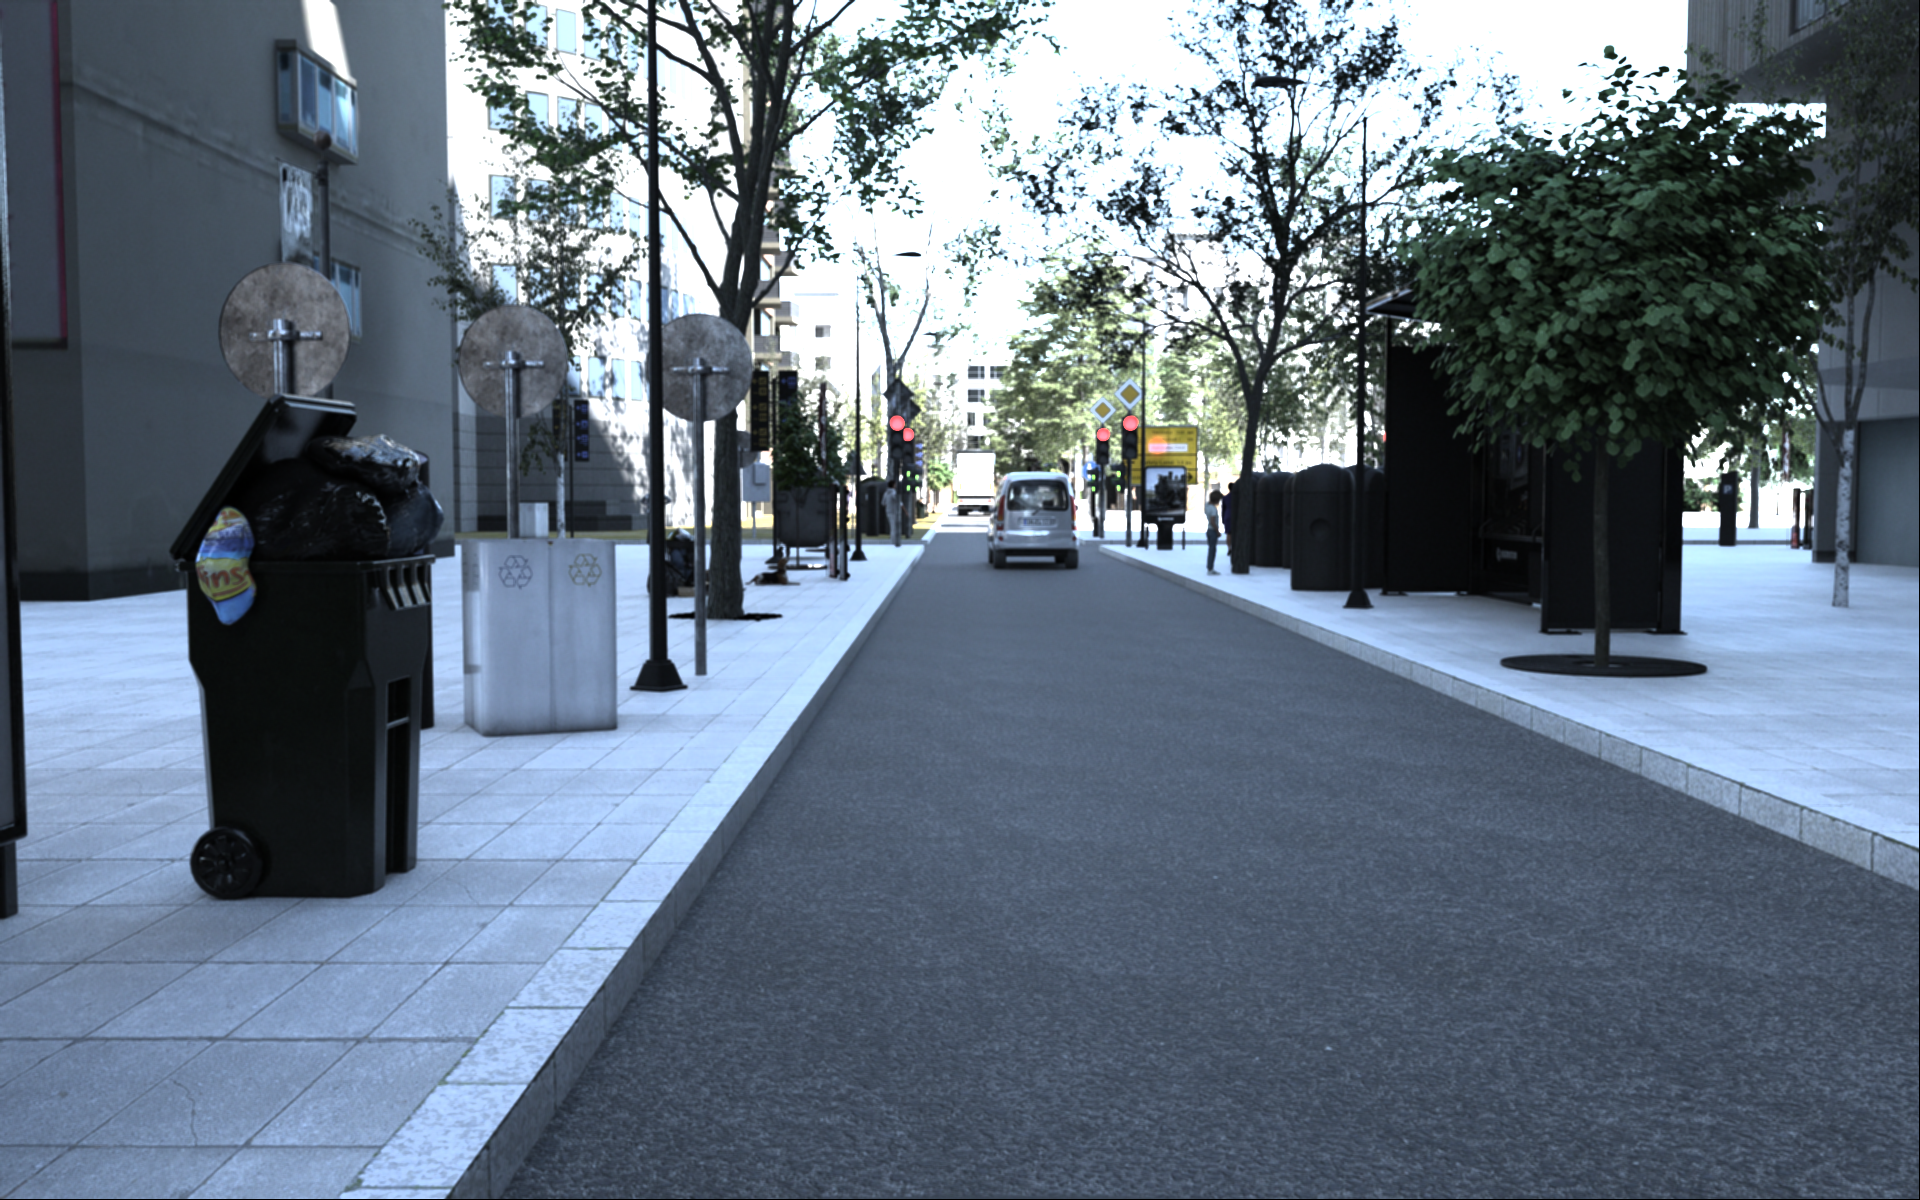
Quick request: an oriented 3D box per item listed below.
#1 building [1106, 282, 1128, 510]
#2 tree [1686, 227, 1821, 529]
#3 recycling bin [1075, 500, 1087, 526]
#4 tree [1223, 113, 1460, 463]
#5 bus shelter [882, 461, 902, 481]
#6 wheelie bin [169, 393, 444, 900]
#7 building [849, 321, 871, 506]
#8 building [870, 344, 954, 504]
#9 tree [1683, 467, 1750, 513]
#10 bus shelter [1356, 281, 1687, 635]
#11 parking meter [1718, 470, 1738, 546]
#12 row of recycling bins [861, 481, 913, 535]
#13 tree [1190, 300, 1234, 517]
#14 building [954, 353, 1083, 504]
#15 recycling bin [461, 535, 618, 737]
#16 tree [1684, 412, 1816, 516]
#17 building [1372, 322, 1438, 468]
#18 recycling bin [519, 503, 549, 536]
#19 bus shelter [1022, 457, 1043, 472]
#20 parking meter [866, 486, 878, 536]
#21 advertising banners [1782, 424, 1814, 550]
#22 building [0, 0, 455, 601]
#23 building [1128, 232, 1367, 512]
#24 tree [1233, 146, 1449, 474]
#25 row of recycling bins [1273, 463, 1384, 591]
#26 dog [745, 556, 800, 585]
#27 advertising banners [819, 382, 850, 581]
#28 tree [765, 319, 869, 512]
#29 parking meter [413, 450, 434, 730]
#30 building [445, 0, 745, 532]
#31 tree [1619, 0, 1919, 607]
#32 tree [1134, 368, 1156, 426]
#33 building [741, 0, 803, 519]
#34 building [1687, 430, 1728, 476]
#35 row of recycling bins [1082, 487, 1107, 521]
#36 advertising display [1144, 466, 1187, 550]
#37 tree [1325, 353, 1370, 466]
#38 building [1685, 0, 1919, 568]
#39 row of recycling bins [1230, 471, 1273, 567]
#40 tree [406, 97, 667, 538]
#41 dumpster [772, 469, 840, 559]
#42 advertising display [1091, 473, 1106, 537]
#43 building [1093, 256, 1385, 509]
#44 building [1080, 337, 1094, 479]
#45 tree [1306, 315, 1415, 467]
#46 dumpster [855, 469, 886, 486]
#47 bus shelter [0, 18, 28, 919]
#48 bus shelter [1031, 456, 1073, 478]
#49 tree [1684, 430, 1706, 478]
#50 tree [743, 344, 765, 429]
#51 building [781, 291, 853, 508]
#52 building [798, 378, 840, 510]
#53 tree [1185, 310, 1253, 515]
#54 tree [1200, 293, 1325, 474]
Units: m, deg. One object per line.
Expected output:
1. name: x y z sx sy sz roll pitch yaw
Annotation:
1. building: 20.254 -17.503 142.600 16.016 20.091 11.380 0 3 0
2. tree: 30.081 -8.949 64.447 7.486 12.596 7.792 0 3 0
3. recycling bin: 4.660 -3.531 70.286 0.722 1.027 0.722 -3 4 -36
4. tree: 18.635 -13.953 84.012 12.611 20.169 13.585 0 3 0
5. bus shelter: -3.090 -6.144 94.371 2.014 3.302 5.546 0 4 0
6. wheelie bin: -2.120 0.132 5.750 0.693 1.594 0.980 0 4 2
7. building: -25.740 -19.506 185.376 31.486 18.905 16.747 0 3 0
8. building: -6.488 -22.514 224.522 11.380 20.091 16.016 0 3 0
9. tree: 45.536 -13.261 118.635 18.604 14.587 13.155 -3 5 -41
10. bus shelter: 5.858 -1.687 18.859 1.731 3.624 6.357 0 3 0
11. parking meter: 18.904 -2.259 42.639 0.399 1.863 0.255 3 4 37
12. row of recycling bins: -2.448 -2.982 55.876 1.069 1.692 3.534 -1 4 -21
13. tree: 10.162 -6.467 56.099 4.737 8.622 4.395 0 3 0
14. building: 14.946 -21.979 225.820 31.486 18.905 16.747 0 3 0
15. recycling bin: -2.329 0.183 9.569 0.722 1.027 0.722 -2 4 -25
16. tree: 48.899 -8.544 102.597 20.602 7.101 11.467 0 4 -6
17. building: 52.993 -19.497 185.237 31.486 18.905 16.747 0 3 0
18. recycling bin: -12.436 -2.307 50.267 0.722 1.027 0.722 1 4 19
19. bus shelter: 5.056 -7.514 114.139 1.731 3.624 6.357 0 4 0
20. parking meter: -2.669 -2.709 52.701 0.372 1.533 0.369 0 3 0
21. advertising banners: 19.629 -2.716 40.598 0.090 3.025 2.074 0 4 6
22. building: -20.919 -24.458 23.594 21.600 48.544 21.300 0 3 0
23. building: 21.448 -16.794 130.995 16.016 20.091 11.380 0 3 0
24. tree: 8.623 -5.239 36.025 4.737 8.622 4.395 0 3 0
25. row of recycling bins: 5.755 -1.045 24.196 1.069 1.692 3.534 3 5 39
26. dog: -2.654 -0.415 24.516 0.550 0.427 0.748 -3 5 -43
27. advertising banners: -1.940 -1.854 26.508 0.090 3.025 2.074 -1 4 -15
28. tree: -5.924 -7.468 72.460 4.360 8.622 3.978 0 3 0
29. parking meter: -3.086 -0.065 9.474 0.372 1.533 0.369 0 3 0
30. building: -21.134 -32.293 69.991 21.231 58.520 28.212 0 3 0
31. tree: 9.955 -4.243 19.729 4.360 8.622 3.978 0 3 0
32. tree: 8.987 -8.907 95.984 4.737 8.622 4.395 0 3 0
33. building: -20.849 -27.224 99.737 22.147 44.769 28.867 0 3 0
34. building: 74.923 -20.121 185.392 11.380 20.091 16.016 0 3 0
35. row of recycling bins: 6.204 -4.481 80.385 1.069 1.692 3.534 1 4 10
36. advertising display: 4.717 -2.115 39.800 0.974 1.923 0.123 1 4 13
37. tree: 13.410 -7.271 69.243 4.360 8.622 3.978 0 3 0
38. building: 27.090 -26.270 18.753 28.713 52.752 27.495 0 3 0
39. row of recycling bins: 5.889 -1.410 30.165 1.069 1.692 3.534 -2 4 -25
40. tree: -7.547 -4.960 31.458 4.360 8.622 3.978 0 3 0
41. dumpster: -3.075 -1.769 34.678 1.264 1.857 1.865 0 3 0
42. advertising display: 4.151 -2.853 51.864 0.123 1.923 0.974 1 4 23
43. building: 26.447 -19.627 164.868 27.936 21.610 32.646 0 3 0
44. building: 21.145 -20.227 187.125 16.016 20.091 11.380 0 3 0
45. tree: 28.055 -12.546 115.491 12.009 13.543 11.850 0 3 0
46. dumpster: -3.377 -4.013 68.100 1.502 2.255 1.985 0 4 0
47. bus shelter: -3.682 -1.421 0.873 2.179 5.291 8.768 0 3 0
48. bus shelter: 4.949 -6.105 93.737 2.014 3.302 5.546 0 3 0
49. tree: 30.354 -7.488 72.797 4.737 8.622 4.395 0 3 0
50. tree: -8.163 -7.929 80.004 4.360 8.622 3.978 0 3 0
51. building: -17.825 -18.503 158.950 16.016 20.091 11.380 0 3 0
52. building: -14.185 -12.075 139.578 9.099 9.664 28.070 0 3 0
53. tree: 14.872 -11.499 106.140 7.486 12.596 7.792 0 3 0
54. tree: 10.636 -6.902 63.211 4.360 8.622 3.978 0 3 0
